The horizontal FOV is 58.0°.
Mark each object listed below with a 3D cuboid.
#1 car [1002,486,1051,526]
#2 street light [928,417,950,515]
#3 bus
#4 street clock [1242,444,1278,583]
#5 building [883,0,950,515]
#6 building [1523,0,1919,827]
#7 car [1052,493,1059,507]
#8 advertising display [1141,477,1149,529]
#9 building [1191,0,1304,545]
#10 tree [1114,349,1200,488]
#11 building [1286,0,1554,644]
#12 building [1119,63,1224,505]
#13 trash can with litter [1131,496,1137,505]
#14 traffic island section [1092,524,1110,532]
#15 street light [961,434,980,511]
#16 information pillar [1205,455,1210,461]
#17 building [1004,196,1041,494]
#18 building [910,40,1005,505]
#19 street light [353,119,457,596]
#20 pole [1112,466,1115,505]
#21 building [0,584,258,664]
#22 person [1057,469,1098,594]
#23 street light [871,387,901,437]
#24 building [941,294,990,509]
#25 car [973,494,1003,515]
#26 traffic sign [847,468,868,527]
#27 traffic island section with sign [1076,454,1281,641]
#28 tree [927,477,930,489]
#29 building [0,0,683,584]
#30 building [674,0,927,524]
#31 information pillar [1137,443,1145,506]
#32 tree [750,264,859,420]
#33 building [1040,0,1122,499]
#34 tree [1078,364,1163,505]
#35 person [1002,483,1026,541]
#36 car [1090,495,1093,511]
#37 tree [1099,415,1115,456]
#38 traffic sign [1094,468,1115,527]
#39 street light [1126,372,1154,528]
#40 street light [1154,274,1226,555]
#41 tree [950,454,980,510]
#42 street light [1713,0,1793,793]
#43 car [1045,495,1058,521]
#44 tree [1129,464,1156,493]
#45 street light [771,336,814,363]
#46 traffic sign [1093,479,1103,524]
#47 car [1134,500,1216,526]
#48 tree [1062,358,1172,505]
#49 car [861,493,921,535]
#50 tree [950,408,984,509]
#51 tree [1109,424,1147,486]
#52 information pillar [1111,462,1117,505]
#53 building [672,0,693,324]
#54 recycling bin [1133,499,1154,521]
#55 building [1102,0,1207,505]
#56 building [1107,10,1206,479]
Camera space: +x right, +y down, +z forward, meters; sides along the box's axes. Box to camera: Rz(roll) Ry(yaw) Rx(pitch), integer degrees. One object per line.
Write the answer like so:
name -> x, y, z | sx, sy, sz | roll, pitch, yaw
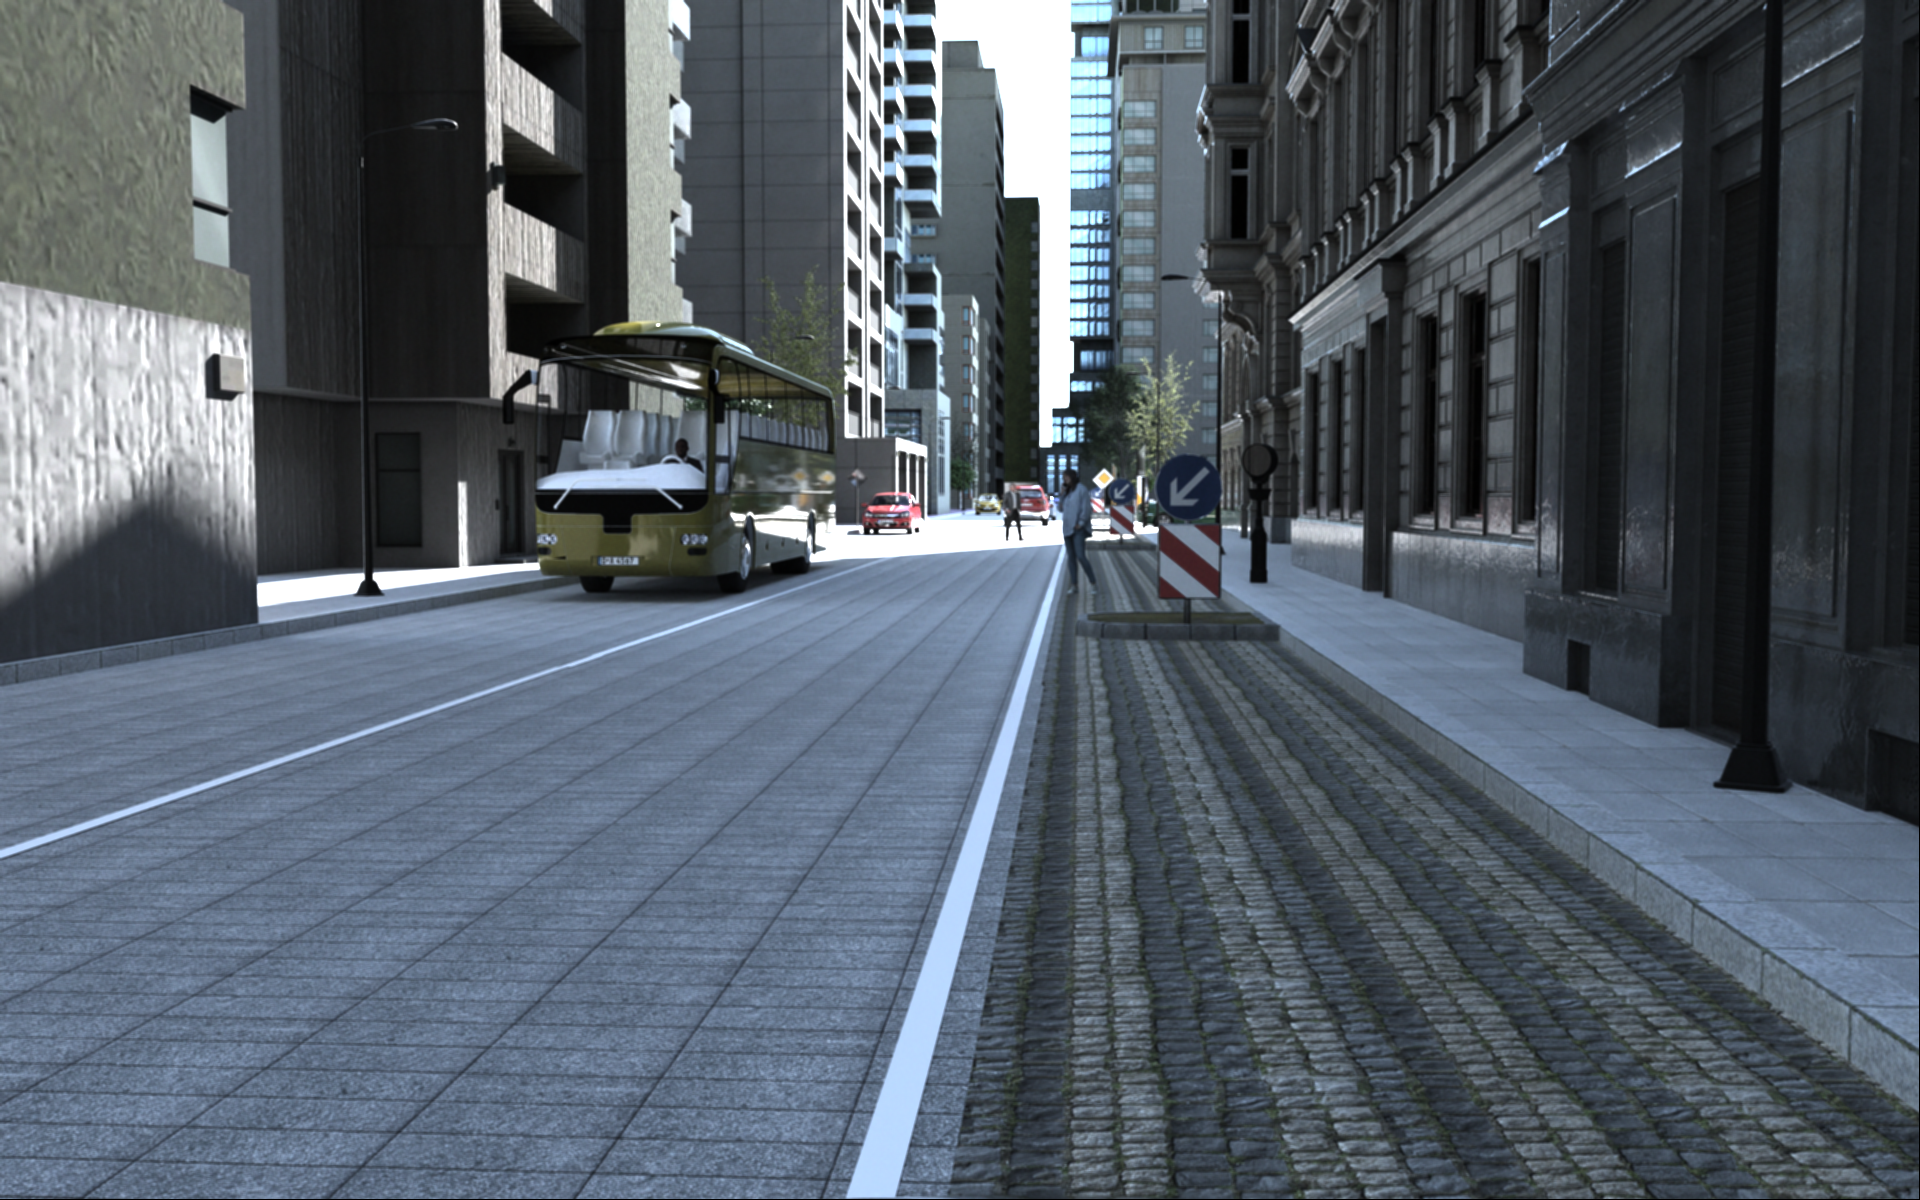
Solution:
car -> 3.024, -4.299, 78.954 | 2.281, 1.827, 5.304 | 0, 4, 2
street light -> -1.274, -8.080, 104.649 | 1.470, 5.913, 1.316 | 0, 4, 4
bus -> -4.101, -2.256, 28.431 | 2.896, 3.916, 12.252 | 0, 4, 4
street clock -> 4.325, -1.251, 25.026 | 0.471, 2.002, 0.358 | 2, 4, 35
building -> -11.453, -49.396, 120.291 | 22.319, 86.520, 31.000 | 0, 4, 4
building -> 8.092, -9.383, 2.566 | 9.793, 20.994, 18.267 | 0, 4, 4
car -> 9.375, -9.360, 162.620 | 1.945, 1.707, 3.694 | 0, 4, 3
advertising display -> 6.877, -3.614, 64.304 | 0.123, 1.923, 0.974 | 1, 4, 16
building -> 13.882, -14.016, 48.241 | 14.460, 24.649, 34.723 | 0, 4, 4
tree -> 10.284, -8.476, 88.950 | 4.360, 8.622, 3.978 | 0, 3, 0
building -> 10.034, -9.581, 21.275 | 10.561, 19.102, 19.286 | 0, 4, 4
building -> 22.587, -29.643, 168.251 | 14.154, 41.232, 14.086 | 0, 4, 4
trash can with litter -> 10.419, -5.498, 101.282 | 0.624, 1.170, 1.055 | -1, 4, -18
traffic island section -> 5.565, -2.713, 66.640 | 2.009, 0.180, 2.903 | 0, 4, 4
street light -> 0.814, -9.889, 134.218 | 1.470, 5.913, 1.316 | 0, 4, 4
information pillar -> 14.860, -6.892, 104.039 | 0.183, 3.616, 0.504 | -2, 4, -25
building -> 4.198, -34.049, 240.295 | 14.086, 41.232, 14.154 | 0, 4, 4
building -> -6.235, -34.646, 190.166 | 21.300, 48.544, 21.600 | 0, 4, 4
street light -> -6.928, -3.004, 21.660 | 1.470, 5.913, 1.316 | 0, 4, 4
pole -> 11.159, -8.072, 125.821 | 0.158, 3.312, 0.155 | 0, 3, 0
building -> -14.439, -14.569, 9.910 | 14.160, 30.474, 14.107 | 0, 4, 4
person -> 1.692, -0.978, 24.755 | 0.793, 1.790, 0.793 | 1, 4, 22
street light -> -3.261, -6.267, 75.015 | 1.470, 5.913, 1.316 | 0, 4, 4
building -> -11.697, -19.611, 165.674 | 27.650, 21.520, 28.899 | 0, 4, 4
car -> 1.956, -6.675, 119.359 | 2.015, 1.641, 3.980 | 0, 4, 3
traffic sign -> -3.979, -3.890, 67.242 | 0.795, 2.450, 0.064 | 0, 4, 4
traffic island section with sign -> 2.194, -0.561, 17.797 | 1.989, 1.847, 2.006 | 0, 4, 4
tree -> -2.501, -6.477, 100.501 | 1.663, 3.219, 1.824 | 0, 3, 0
building -> -13.768, -15.942, 32.353 | 14.160, 30.474, 14.107 | 0, 4, 4
building -> -12.219, -39.477, 83.708 | 20.563, 71.187, 20.611 | 0, 4, 4
information pillar -> 8.367, -5.420, 79.964 | 0.504, 3.616, 0.183 | -3, 5, -41
tree -> -5.342, -6.478, 56.275 | 4.737, 8.622, 4.395 | 0, 3, 0
building -> 26.973, -56.809, 241.492 | 31.000, 86.520, 22.319 | 0, 4, 4
tree -> 14.019, -14.233, 150.833 | 7.486, 12.596, 7.792 | 0, 3, 0
person -> 1.641, -2.659, 52.379 | 0.661, 1.777, 0.834 | -2, 4, -35
car -> 9.924, -7.382, 132.695 | 2.014, 1.417, 4.499 | 0, 4, 3
tree -> 13.243, -11.500, 138.394 | 4.360, 8.622, 3.978 | 0, 3, 0
traffic sign -> 5.541, -3.848, 66.565 | 0.795, 2.450, 0.064 | 0, 4, 4
street light -> 7.012, -5.719, 66.046 | 1.470, 5.913, 1.316 | 0, 4, 4
street light -> 4.945, -3.926, 36.732 | 1.470, 5.913, 1.316 | 0, 4, 4
tree -> -0.057, -9.651, 141.506 | 4.285, 4.588, 4.351 | 0, 3, 0
street light -> 2.943, -2.136, 7.471 | 1.470, 5.913, 1.316 | 0, 4, 4
car -> 4.331, -4.997, 93.696 | 2.014, 1.417, 4.499 | 0, 4, 3
tree -> 11.835, -7.067, 110.150 | 1.663, 3.219, 1.824 | 0, 3, 0
street light -> -4.990, -4.794, 50.926 | 1.470, 5.913, 1.316 | 0, 4, 4
traffic sign -> 6.093, -4.336, 74.531 | 0.795, 2.450, 0.064 | 0, 4, 4
car -> 9.518, -3.557, 69.948 | 4.920, 1.459, 2.131 | 0, 4, 2
tree -> 11.154, -11.290, 119.006 | 7.601, 10.594, 8.767 | 2, 4, 33
car -> -2.438, -3.272, 62.536 | 2.155, 1.783, 4.494 | 0, 4, 4
tree -> 0.075, -12.029, 147.030 | 4.360, 8.622, 3.978 | 0, 3, 0
tree -> 15.265, -12.759, 158.969 | 4.737, 8.622, 4.395 | 0, 3, 0
information pillar -> 11.399, -8.381, 128.389 | 0.504, 3.616, 0.183 | -2, 4, -35
building -> -25.196, -26.808, 57.921 | 30.456, 49.044, 23.786 | 0, 4, 4
recycling bin -> 8.624, -4.213, 81.443 | 0.722, 1.027, 0.722 | -3, 5, -39
building -> 27.981, -47.336, 212.193 | 20.563, 71.187, 20.611 | 0, 4, 4
building -> 30.415, -36.631, 188.160 | 28.713, 52.752, 27.495 | 0, 4, 4
